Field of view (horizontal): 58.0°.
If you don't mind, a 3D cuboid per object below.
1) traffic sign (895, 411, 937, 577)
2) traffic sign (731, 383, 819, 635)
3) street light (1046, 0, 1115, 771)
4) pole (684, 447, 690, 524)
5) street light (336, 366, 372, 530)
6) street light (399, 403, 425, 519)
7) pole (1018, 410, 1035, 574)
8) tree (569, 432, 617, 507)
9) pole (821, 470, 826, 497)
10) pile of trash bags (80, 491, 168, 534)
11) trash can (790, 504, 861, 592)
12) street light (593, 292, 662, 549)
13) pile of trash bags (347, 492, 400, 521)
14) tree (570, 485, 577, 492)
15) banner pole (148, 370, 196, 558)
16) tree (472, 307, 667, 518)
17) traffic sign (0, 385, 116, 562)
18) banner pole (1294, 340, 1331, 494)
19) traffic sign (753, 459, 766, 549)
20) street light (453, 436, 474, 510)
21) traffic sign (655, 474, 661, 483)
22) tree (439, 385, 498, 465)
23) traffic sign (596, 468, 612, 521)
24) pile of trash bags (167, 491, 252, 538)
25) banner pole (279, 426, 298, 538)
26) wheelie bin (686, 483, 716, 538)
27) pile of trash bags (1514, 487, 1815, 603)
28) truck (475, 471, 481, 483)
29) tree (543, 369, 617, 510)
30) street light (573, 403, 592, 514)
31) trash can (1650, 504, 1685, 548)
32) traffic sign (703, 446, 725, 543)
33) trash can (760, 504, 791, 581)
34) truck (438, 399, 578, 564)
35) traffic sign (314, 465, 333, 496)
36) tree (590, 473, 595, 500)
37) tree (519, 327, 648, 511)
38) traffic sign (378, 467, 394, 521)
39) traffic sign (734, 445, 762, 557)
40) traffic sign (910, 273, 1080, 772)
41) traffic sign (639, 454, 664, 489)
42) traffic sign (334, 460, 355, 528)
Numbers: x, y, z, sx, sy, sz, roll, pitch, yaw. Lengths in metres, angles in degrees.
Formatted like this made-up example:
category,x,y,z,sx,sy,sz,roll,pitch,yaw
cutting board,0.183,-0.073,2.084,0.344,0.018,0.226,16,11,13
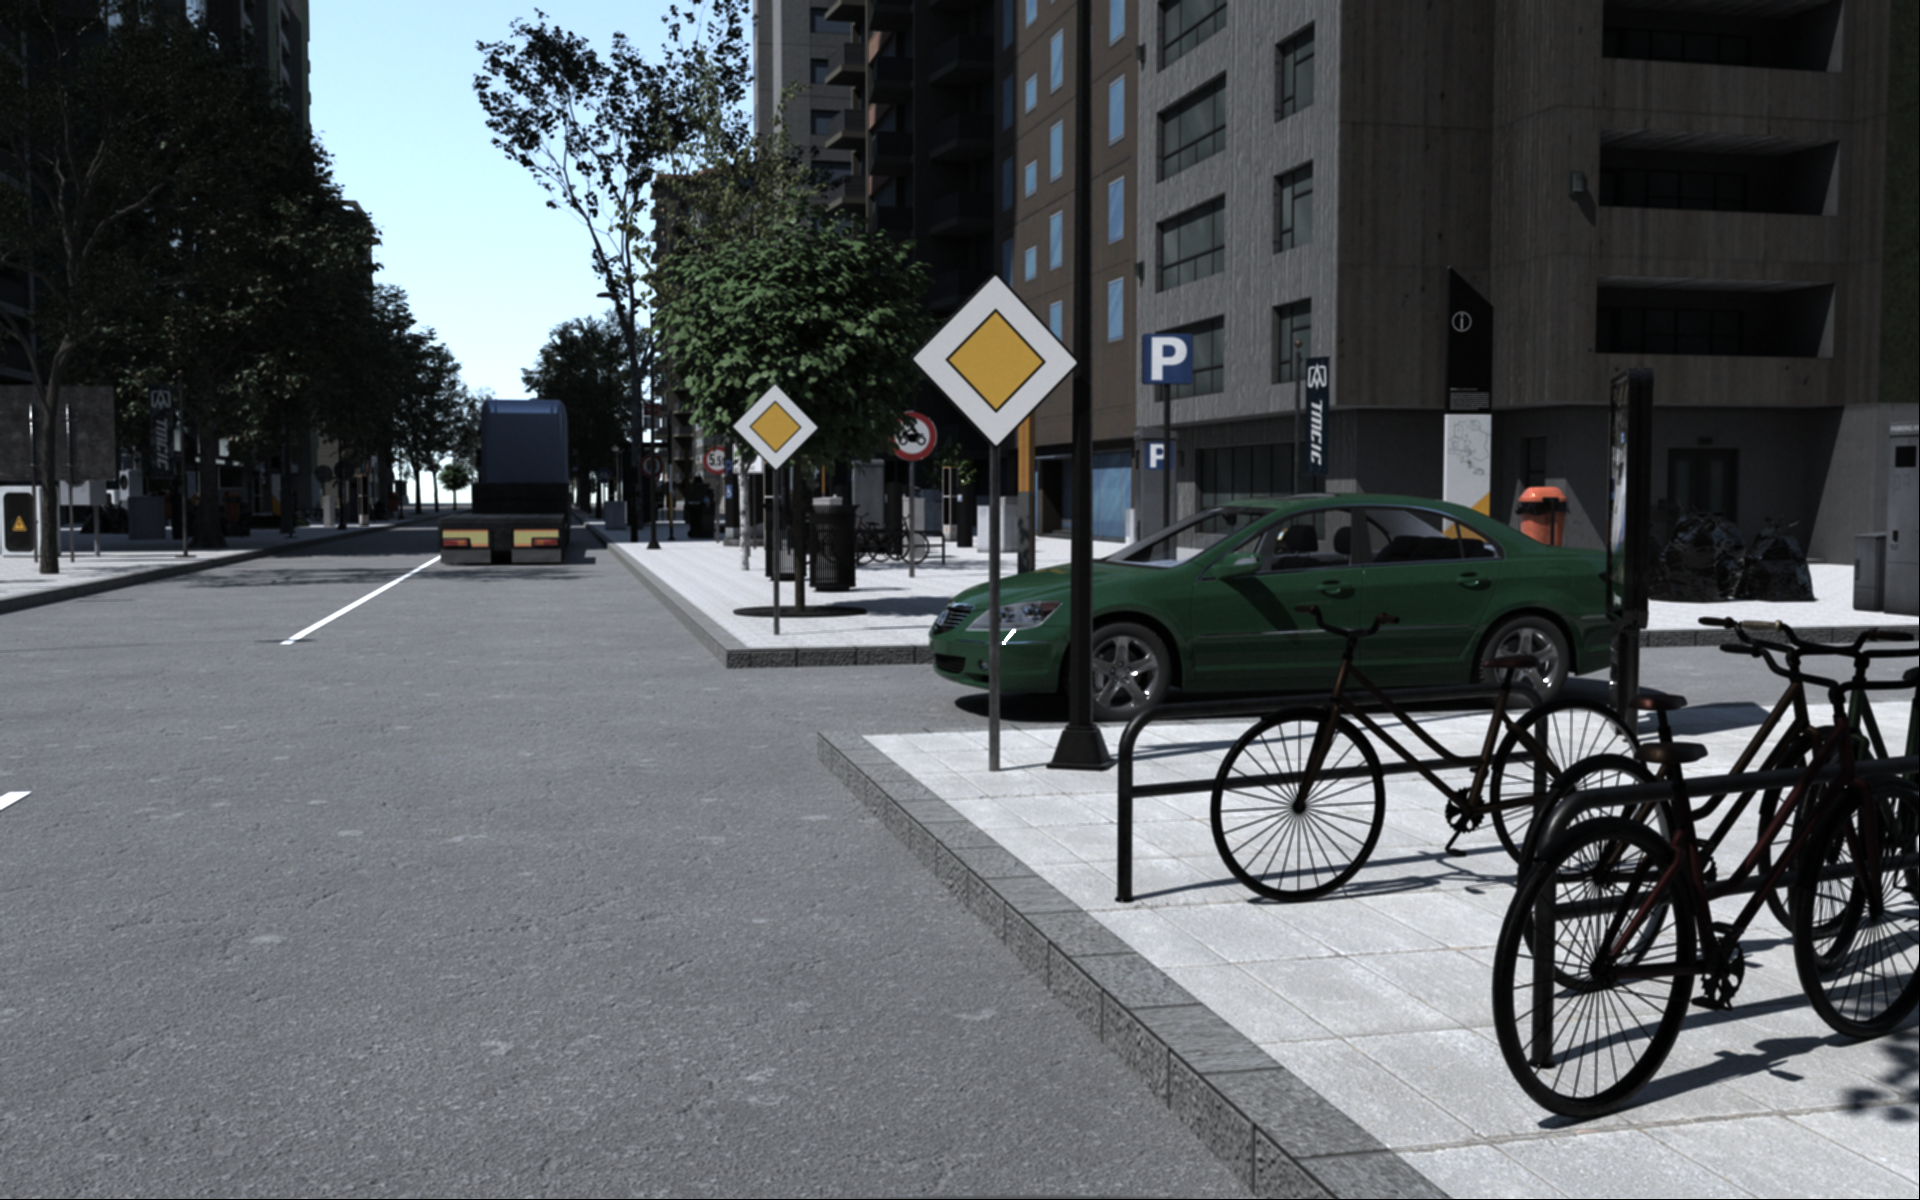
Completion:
category,x,y,z,sx,sy,sz,roll,pitch,yaw
traffic sign,-0.739,-1.621,26.604,0.768,2.556,0.104,-1,4,-10
traffic sign,-1.675,-0.740,15.736,0.795,2.450,0.064,-1,4,-13
street light,0.044,-2.162,7.888,1.470,5.913,1.316,-1,4,-13
pole,-11.860,-4.978,75.226,0.158,3.312,0.155,0,3,0
street light,-21.801,-5.501,62.490,1.470,5.913,1.316,-1,4,-13
street light,-27.909,-7.069,88.125,1.470,5.913,1.316,-1,4,-13
pole,0.798,-1.645,20.736,0.158,3.312,0.155,0,3,0
tree,-38.148,-15.668,173.175,9.611,12.733,9.660,0,3,0
pole,-3.516,-3.073,44.086,0.158,3.312,0.155,0,3,0
pile of trash bags,-27.055,-2.871,56.696,3.447,1.369,1.912,1,4,21
trash can,-1.684,-0.686,22.864,0.748,1.137,0.748,0,3,0
street light,-7.673,-4.133,40.118,1.470,5.913,1.316,-1,4,-13
pile of trash bags,-28.399,-4.551,84.161,3.447,1.369,1.912,2,4,35
tree,-40.975,-14.525,187.848,4.360,8.622,3.978,0,3,0
banner pole,-15.895,-2.745,34.895,0.863,3.779,0.401,-3,5,-40
tree,-19.662,-10.335,94.740,9.928,11.665,9.643,0,3,0
traffic sign,-17.016,-2.359,32.446,2.265,3.308,0.079,0,4,-8
banner pole,5.645,-2.327,28.056,0.401,3.779,0.863,-3,5,-40
traffic sign,-4.796,-2.470,40.380,0.884,2.594,0.081,-1,4,-10
street light,-39.414,-10.047,136.803,1.470,5.913,1.316,-1,4,-13
traffic sign,-14.586,-5.023,82.240,0.768,2.556,0.104,0,4,-6
tree,-53.484,-17.287,193.018,12.009,13.543,11.850,0,3,0
traffic sign,-17.173,-5.106,83.588,0.768,2.556,0.104,-1,4,-12
pile of trash bags,-22.264,-2.588,52.072,1.912,1.369,3.447,-3,4,-39
banner pole,-19.717,-3.709,50.666,0.401,3.779,0.863,-3,5,-45
wheelie bin,-7.547,-2.610,50.578,0.980,1.594,0.693,3,4,38
pile of trash bags,8.470,-0.700,21.202,3.447,1.369,1.912,0,4,-7
truck,-37.770,-9.262,140.339,2.839,4.237,11.283,-1,4,-15
tree,-31.465,-13.692,141.990,7.486,12.596,7.792,0,3,0
street light,-19.083,-7.107,88.742,1.470,5.913,1.316,-1,4,-13
trash can,10.096,-0.823,25.113,0.748,1.137,0.748,0,3,0
traffic sign,-6.370,-2.776,45.501,0.768,2.556,0.104,-1,4,-9
trash can,-2.583,-0.858,25.686,0.748,1.137,0.748,0,3,0
truck,-11.169,-3.299,43.695,2.967,4.110,18.799,-1,4,-12
traffic sign,-27.975,-4.653,76.178,0.768,2.556,0.104,-1,4,-13
tree,-32.739,-9.779,154.488,1.663,3.219,1.824,0,3,0
tree,-28.090,-13.628,129.479,9.857,13.997,8.962,0,3,0
traffic sign,-27.306,-5.035,82.427,0.768,2.556,0.104,-1,4,-12
traffic sign,-4.320,-2.032,35.358,0.606,2.300,0.079,0,4,-7
traffic sign,0.156,-0.264,7.963,0.795,2.450,0.064,-1,4,-13
traffic sign,-9.750,-3.345,54.804,0.768,2.556,0.104,-1,4,-11
traffic sign,-23.074,-3.966,64.942,0.768,2.556,0.104,0,4,-7
